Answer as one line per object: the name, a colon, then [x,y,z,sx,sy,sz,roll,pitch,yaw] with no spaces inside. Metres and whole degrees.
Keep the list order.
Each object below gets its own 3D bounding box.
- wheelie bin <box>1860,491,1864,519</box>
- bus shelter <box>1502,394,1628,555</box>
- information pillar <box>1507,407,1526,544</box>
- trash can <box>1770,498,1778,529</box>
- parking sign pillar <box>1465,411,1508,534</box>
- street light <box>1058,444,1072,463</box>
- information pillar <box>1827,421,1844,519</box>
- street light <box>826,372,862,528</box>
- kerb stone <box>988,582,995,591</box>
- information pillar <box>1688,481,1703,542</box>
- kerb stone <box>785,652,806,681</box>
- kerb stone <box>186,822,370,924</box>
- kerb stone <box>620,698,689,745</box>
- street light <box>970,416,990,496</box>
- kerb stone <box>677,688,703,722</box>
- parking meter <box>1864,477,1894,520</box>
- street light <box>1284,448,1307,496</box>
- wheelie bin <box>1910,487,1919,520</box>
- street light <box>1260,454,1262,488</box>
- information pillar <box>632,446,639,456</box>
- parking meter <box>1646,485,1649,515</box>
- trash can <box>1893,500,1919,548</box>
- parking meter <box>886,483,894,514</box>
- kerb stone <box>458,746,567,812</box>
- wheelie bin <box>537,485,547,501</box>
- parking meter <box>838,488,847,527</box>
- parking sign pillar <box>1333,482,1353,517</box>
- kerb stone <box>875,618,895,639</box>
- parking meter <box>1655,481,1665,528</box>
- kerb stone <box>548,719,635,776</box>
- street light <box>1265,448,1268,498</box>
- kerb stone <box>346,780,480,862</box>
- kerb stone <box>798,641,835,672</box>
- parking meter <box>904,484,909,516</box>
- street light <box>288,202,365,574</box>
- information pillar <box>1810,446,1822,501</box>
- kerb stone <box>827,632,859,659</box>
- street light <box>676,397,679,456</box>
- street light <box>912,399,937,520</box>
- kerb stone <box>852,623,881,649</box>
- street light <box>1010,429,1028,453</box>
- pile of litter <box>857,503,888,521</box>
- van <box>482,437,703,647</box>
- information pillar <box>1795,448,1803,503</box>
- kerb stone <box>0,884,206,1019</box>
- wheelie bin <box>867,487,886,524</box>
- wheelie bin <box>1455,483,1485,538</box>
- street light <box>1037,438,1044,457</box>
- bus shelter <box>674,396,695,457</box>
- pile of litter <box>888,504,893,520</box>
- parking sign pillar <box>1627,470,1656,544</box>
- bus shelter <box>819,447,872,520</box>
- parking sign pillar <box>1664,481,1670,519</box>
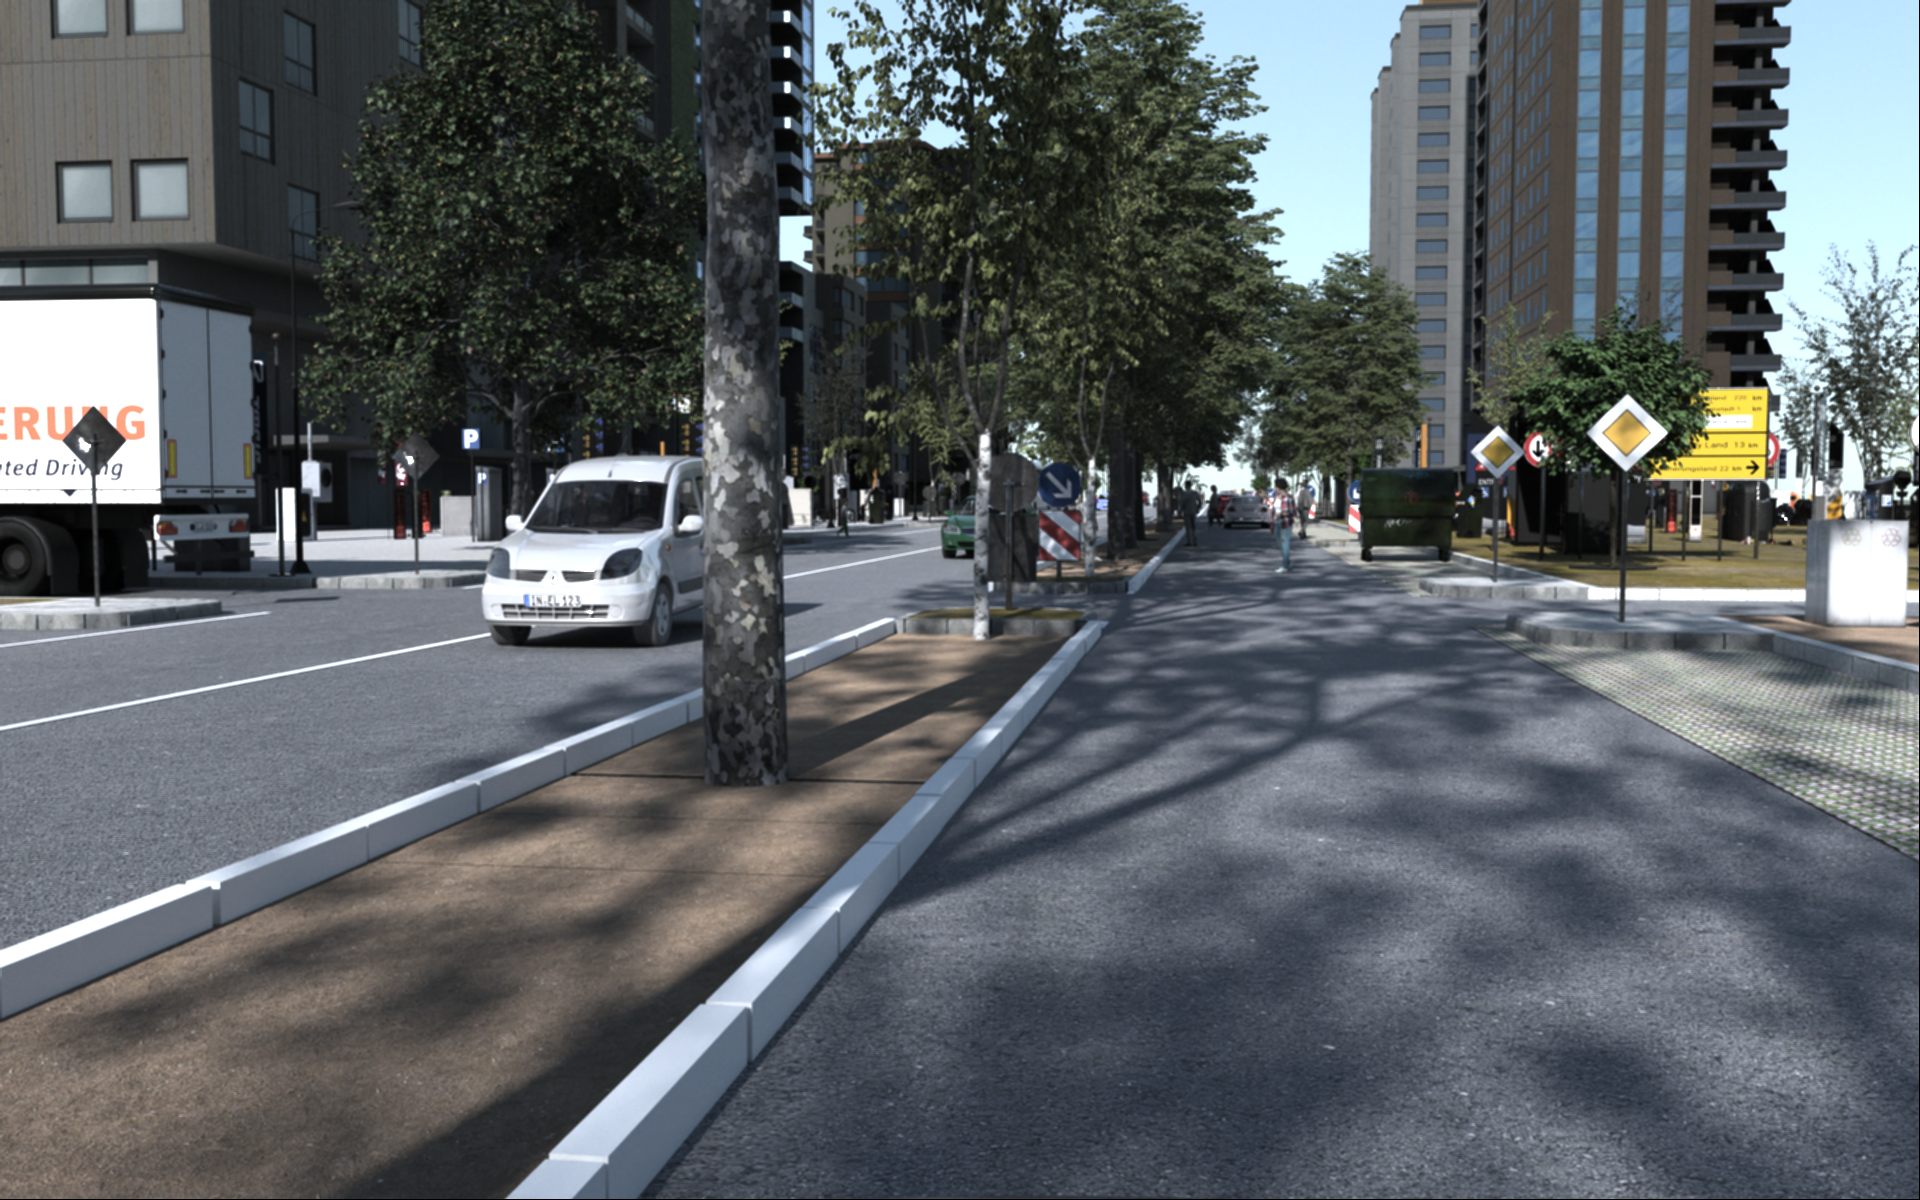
wheelie bin: [42.084,-4.414,80.082,0.980,1.594,0.693,-1,4,-21]
bus shelter: [13.683,-2.941,39.372,1.731,3.624,6.357,1,4,8]
information pillar: [14.250,-3.239,44.313,0.183,3.616,0.504,-2,4,-33]
trash can: [29.802,-3.198,63.938,0.748,1.137,0.748,0,3,0]
parking sign pillar: [16.938,-4.110,55.663,1.447,3.967,1.447,3,5,43]
street light: [9.711,-11.541,161.232,1.470,5.913,1.316,1,4,8]
information pillar: [28.132,-3.934,55.679,0.183,3.616,0.504,-2,4,-25]
street light: [-4.409,-5.718,66.031,1.470,5.913,1.316,1,4,8]
kerb stone: [0.509,-0.236,26.059,0.120,0.150,1.000,1,4,8]
information pillar: [19.638,-2.554,46.246,0.304,2.012,0.304,1,4,15]
kerb stone: [-1.377,0.543,13.311,0.120,0.150,1.000,1,4,8]
kerb stone: [-2.429,0.977,6.223,0.120,0.150,1.000,1,4,8]
kerb stone: [-1.831,0.731,10.276,0.120,0.150,1.000,1,4,8]
street light: [1.183,-8.016,103.603,1.470,5.913,1.316,1,4,8]
kerb stone: [-1.672,0.668,11.286,0.120,0.150,1.000,1,4,8]
parking meter: [13.483,-1.041,25.432,0.372,1.533,0.369,0,3,0]
street light: [23.143,-8.920,118.388,1.470,5.913,1.316,1,4,8]
wheelie bin: [44.930,-4.481,81.167,0.693,1.594,0.980,2,4,34]
street light: [35.173,-13.877,199.421,1.470,5.913,1.316,1,4,8]
information pillar: [-15.881,-5.705,84.634,0.183,3.616,0.504,3,4,36]
parking meter: [38.316,-5.551,96.475,0.399,1.863,0.255,2,4,31]
trash can: [22.700,-1.825,41.496,0.748,1.137,0.748,0,3,0]
parking meter: [-3.836,-5.477,95.266,0.399,1.863,0.255,0,4,8]
kerb stone: [-2.131,0.855,8.250,0.120,0.150,1.000,1,4,8]
wheelie bin: [-13.835,-3.081,58.290,0.693,1.594,0.980,-2,4,-35]
parking meter: [-4.656,-3.676,68.506,0.372,1.533,0.369,0,3,0]
parking sign pillar: [21.200,-6.506,94.845,1.447,3.967,1.447,-1,4,-19]
kerb stone: [-0.781,0.296,17.363,0.120,0.150,1.000,1,4,8]
parking meter: [26.210,-3.615,64.816,0.255,1.863,0.399,1,4,12]
kerb stone: [-1.979,0.791,9.264,0.120,0.150,1.000,1,4,8]
street light: [31.533,-12.381,174.967,1.470,5.913,1.316,1,4,8]
kerb stone: [-2.286,0.919,7.236,0.120,0.150,1.000,1,4,8]
kerb stone: [-1.224,0.482,14.322,0.120,0.150,1.000,1,4,8]
parking meter: [-3.118,-5.788,100.340,0.255,1.863,0.399,-1,4,-8]
street light: [-10.143,-3.377,27.757,1.470,5.913,1.316,1,4,8]
information pillar: [38.317,-5.268,77.479,0.504,3.616,0.183,1,4,20]
kerb stone: [-1.083,0.420,15.336,0.120,0.150,1.000,1,4,8]
street light: [-7.190,-4.568,47.222,1.470,5.913,1.316,1,4,8]
street light: [-1.664,-6.869,84.845,1.470,5.913,1.316,1,4,8]
kerb stone: [-0.924,0.358,16.350,0.120,0.150,1.000,1,4,8]
street light: [4.092,-9.198,122.923,1.470,5.913,1.316,1,4,8]
pile of litter: [-4.394,-4.139,81.638,1.719,0.858,1.176,0,4,-2]
van: [-3.425,-0.649,17.624,2.013,2.044,4.112,0,4,7]
information pillar: [42.609,-5.907,87.928,0.504,3.616,0.183,-2,4,-34]
kerb stone: [-2.585,1.040,5.196,0.120,0.150,1.000,1,4,8]
wheelie bin: [-3.547,-4.053,74.181,0.693,1.594,0.980,1,4,11]
wheelie bin: [14.899,-2.609,50.557,0.693,1.594,0.980,-1,4,-10]
street light: [6.867,-10.348,141.733,1.470,5.913,1.316,1,4,8]
bus shelter: [-8.891,-5.296,64.216,2.179,5.291,8.768,1,4,8]
pile of litter: [-3.935,-4.379,85.567,1.176,0.858,1.719,2,4,32]
parking sign pillar: [17.151,-3.460,45.048,1.447,3.967,1.447,0,4,-2]
bus shelter: [-5.723,-5.974,88.965,1.731,3.624,6.357,1,4,8]
parking sign pillar: [36.642,-6.254,90.731,1.447,3.967,1.447,-3,4,-38]
